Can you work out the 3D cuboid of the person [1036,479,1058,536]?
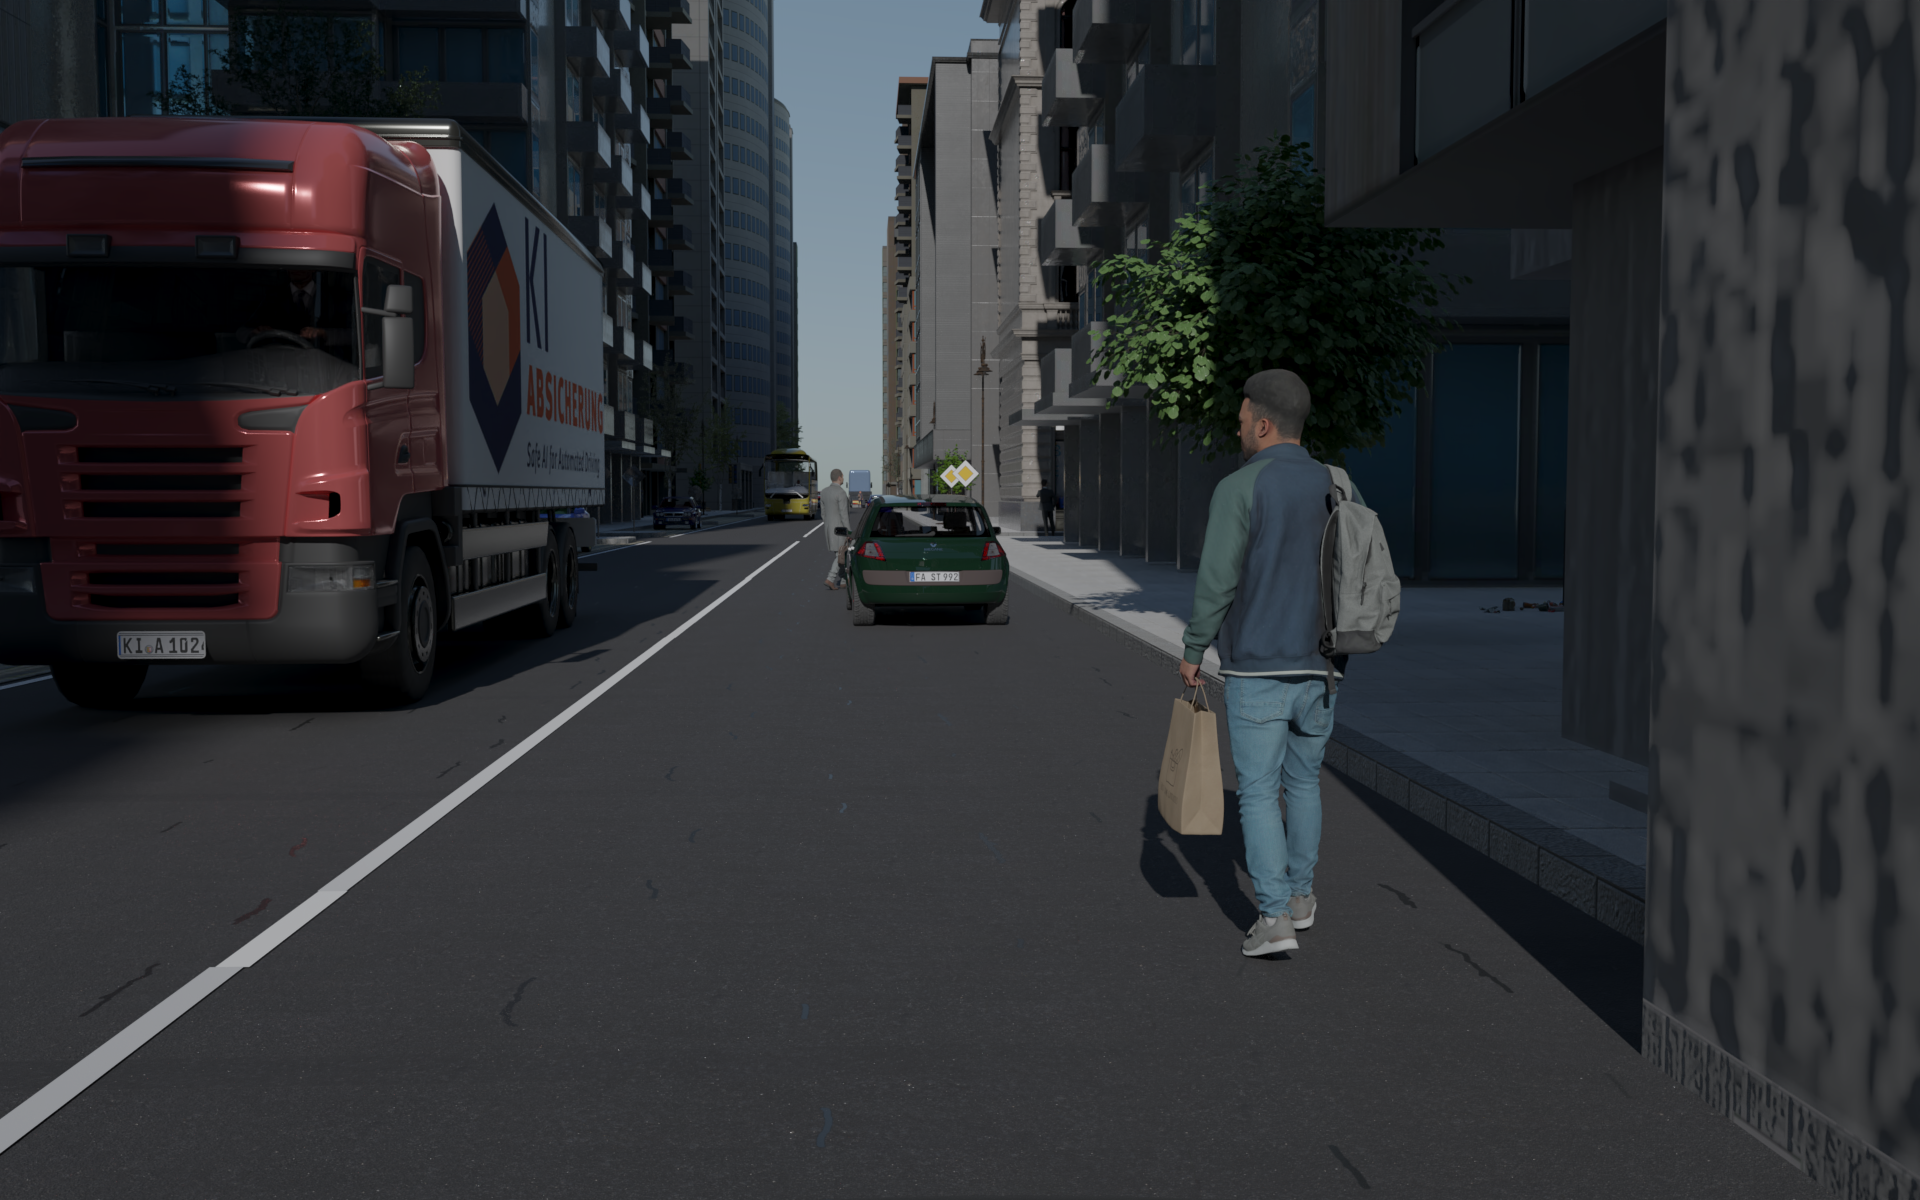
[{"bbox_3d":[2.720,-2.857,54.575,0.648,1.900,0.474,-1,4,-18],"label":"person"}]

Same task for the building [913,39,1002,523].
[{"bbox_3d":[5.133,-16.563,89.872,14.314,24.678,30.058,0,4,-3],"label":"building"}]

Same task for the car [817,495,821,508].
[{"bbox_3d":[-12.761,-8.570,152.694,1.945,1.354,3.894,0,4,-4],"label":"car"}]

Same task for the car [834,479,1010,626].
[{"bbox_3d":[-0.455,-0.640,20.252,2.009,1.686,4.222,0,4,-5],"label":"car"}]

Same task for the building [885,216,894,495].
[{"bbox_3d":[-4.392,-37.977,271.034,14.600,45.320,14.200,0,4,-3],"label":"building"}]

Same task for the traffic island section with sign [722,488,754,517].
[{"bbox_3d":[-13.868,-6.079,108.025,1.989,1.847,2.006,0,4,-3],"label":"traffic island section with sign"}]

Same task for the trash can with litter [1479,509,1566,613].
[{"bbox_3d":[6.580,-0.506,19.325,2.233,1.210,1.678,-2,4,-26],"label":"trash can with litter"}]

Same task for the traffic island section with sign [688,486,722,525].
[{"bbox_3d":[-12.293,-4.402,80.594,1.989,1.847,2.006,0,4,-3],"label":"traffic island section with sign"}]

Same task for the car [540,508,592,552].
[{"bbox_3d":[-9.845,-1.936,41.247,1.945,1.707,3.694,0,4,-3],"label":"car"}]

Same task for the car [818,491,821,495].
[{"bbox_3d":[-16.295,-12.118,206.794,2.281,1.827,5.304,0,4,-4],"label":"car"}]

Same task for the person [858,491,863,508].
[{"bbox_3d":[-9.930,-10.057,173.454,0.617,1.759,0.750,-1,4,-20],"label":"person"}]

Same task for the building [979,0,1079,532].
[{"bbox_3d":[11.024,-14.370,63.828,19.941,23.489,11.050,0,4,-3],"label":"building"}]

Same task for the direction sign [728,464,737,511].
[{"bbox_3d":[-17.317,-8.564,132.010,0.379,3.537,0.876,3,4,37],"label":"direction sign"}]

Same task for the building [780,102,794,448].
[{"bbox_3d":[-35.179,-43.363,250.976,21.231,58.520,28.212,0,4,-3],"label":"building"}]

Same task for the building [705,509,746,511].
[{"bbox_3d":[-27.822,-43.061,142.305,20.563,71.187,20.611,0,4,-3],"label":"building"}]

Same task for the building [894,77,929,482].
[{"bbox_3d":[4.332,-32.219,181.398,22.147,44.769,28.867,0,4,-3],"label":"building"}]

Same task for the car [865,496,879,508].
[{"bbox_3d":[-5.164,-6.078,111.958,1.945,1.354,3.894,0,4,-1],"label":"car"}]

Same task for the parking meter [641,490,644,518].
[{"bbox_3d":[-17.103,-5.148,92.575,0.372,1.533,0.369,0,3,0],"label":"parking meter"}]

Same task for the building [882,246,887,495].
[{"bbox_3d":[-5.828,-36.861,286.275,14.154,41.232,14.086,0,4,-3],"label":"building"}]

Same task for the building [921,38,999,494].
[{"bbox_3d":[3.166,-20.920,119.529,11.434,29.767,29.804,0,4,-3],"label":"building"}]

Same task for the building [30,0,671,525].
[{"bbox_3d":[-25.014,-27.620,71.198,23.786,49.044,30.456,0,4,-3],"label":"building"}]

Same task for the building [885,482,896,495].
[{"bbox_3d":[5.252,-34.282,252.395,32.217,40.220,23.993,0,4,-3],"label":"building"}]

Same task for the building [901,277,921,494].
[{"bbox_3d":[9.007,-18.838,153.036,27.650,21.520,28.899,0,4,-3],"label":"building"}]

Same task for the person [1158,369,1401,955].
[{"bbox_3d":[0.962,0.184,5.482,0.794,1.824,0.713,0,4,-2],"label":"person"}]

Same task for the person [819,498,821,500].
[{"bbox_3d":[-11.343,-8.454,146.817,1.348,1.812,0.705,2,4,25],"label":"person"}]

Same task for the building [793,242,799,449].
[{"bbox_3d":[-32.732,-36.037,272.802,14.154,41.232,14.086,0,4,-3],"label":"building"}]

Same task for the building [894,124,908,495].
[{"bbox_3d":[0.051,-33.814,202.972,14.600,45.320,14.200,0,4,-3],"label":"building"}]

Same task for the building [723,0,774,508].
[{"bbox_3d":[-29.118,-38.255,167.468,21.231,58.520,28.212,0,4,-3],"label":"building"}]

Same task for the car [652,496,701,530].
[{"bbox_3d":[-11.472,-3.533,70.337,1.945,1.354,3.894,0,4,-4],"label":"car"}]

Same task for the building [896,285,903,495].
[{"bbox_3d":[-1.587,-28.204,232.842,14.160,30.474,14.107,0,4,-3],"label":"building"}]

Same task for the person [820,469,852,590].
[{"bbox_3d":[-1.797,-1.064,26.002,0.767,1.812,0.694,-3,5,-40],"label":"person"}]

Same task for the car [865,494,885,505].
[{"bbox_3d":[-5.795,-6.819,123.500,2.014,1.417,4.499,0,4,-3],"label":"car"}]
